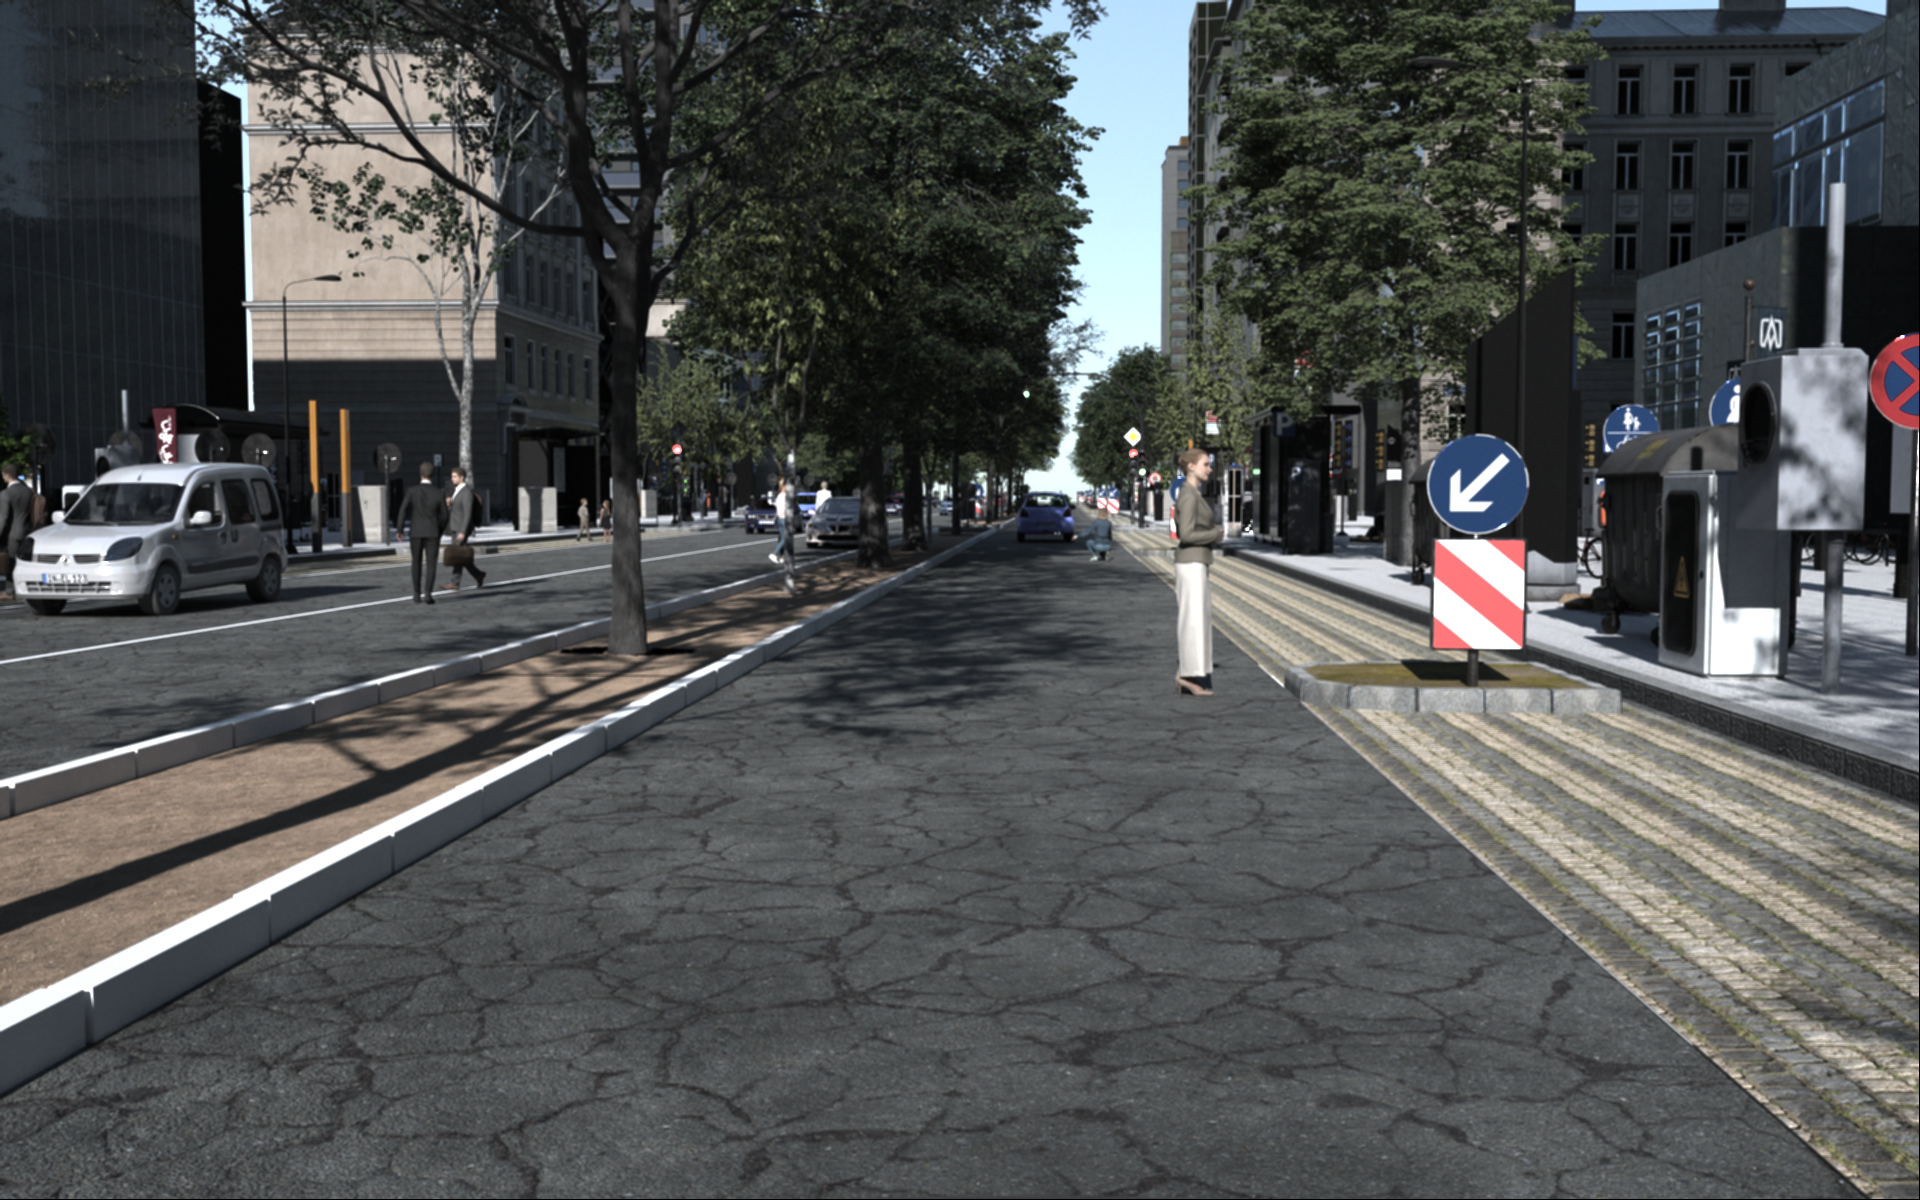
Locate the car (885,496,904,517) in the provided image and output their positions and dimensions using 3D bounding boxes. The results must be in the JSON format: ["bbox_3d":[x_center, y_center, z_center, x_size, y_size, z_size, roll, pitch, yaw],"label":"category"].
[{"bbox_3d":[-4.089,-5.905,109.123,1.945,1.354,3.894,0,4,5],"label":"car"}]

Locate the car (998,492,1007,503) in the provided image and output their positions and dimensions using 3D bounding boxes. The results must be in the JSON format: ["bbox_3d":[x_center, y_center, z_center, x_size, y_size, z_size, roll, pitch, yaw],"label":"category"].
[{"bbox_3d":[6.571,-16.827,283.799,2.281,1.827,5.304,0,4,3],"label":"car"}]

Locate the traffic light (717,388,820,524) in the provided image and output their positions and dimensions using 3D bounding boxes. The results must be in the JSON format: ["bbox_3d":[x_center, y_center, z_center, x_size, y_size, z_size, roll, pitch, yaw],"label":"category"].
[{"bbox_3d":[-8.121,-6.067,73.869,4.771,5.953,1.251,0,4,3],"label":"traffic light"}]

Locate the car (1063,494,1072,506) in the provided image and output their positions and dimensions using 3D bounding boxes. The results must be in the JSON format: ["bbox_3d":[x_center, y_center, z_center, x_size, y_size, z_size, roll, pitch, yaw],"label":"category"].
[{"bbox_3d":[9.631,-9.429,165.968,2.131,1.459,4.920,0,4,5],"label":"car"}]

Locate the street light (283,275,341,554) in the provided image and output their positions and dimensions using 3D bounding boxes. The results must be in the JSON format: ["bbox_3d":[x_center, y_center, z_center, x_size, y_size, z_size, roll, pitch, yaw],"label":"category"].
[{"bbox_3d":[-13.814,-3.937,36.904,1.470,5.913,1.316,0,4,3],"label":"street light"}]

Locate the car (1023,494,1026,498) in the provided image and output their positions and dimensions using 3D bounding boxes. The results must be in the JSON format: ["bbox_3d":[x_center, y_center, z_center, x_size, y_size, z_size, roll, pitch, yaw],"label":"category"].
[{"bbox_3d":[10.966,-16.567,282.875,2.014,1.417,4.499,0,4,1],"label":"car"}]

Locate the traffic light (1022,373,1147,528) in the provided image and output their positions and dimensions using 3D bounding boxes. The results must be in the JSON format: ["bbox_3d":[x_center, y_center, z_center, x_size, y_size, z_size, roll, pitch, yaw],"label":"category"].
[{"bbox_3d":[4.699,-5.522,64.948,4.771,5.953,1.251,0,4,3],"label":"traffic light"}]

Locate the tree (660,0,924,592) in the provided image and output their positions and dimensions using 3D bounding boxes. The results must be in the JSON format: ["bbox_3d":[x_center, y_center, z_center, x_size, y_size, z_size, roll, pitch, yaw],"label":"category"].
[{"bbox_3d":[-2.499,-4.422,25.117,4.737,8.622,4.395,0,3,0],"label":"tree"}]

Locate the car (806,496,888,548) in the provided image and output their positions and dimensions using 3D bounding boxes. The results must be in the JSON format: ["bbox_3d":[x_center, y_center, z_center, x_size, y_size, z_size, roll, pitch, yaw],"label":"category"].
[{"bbox_3d":[-3.044,-2.142,47.389,2.083,1.381,4.827,0,4,4],"label":"car"}]

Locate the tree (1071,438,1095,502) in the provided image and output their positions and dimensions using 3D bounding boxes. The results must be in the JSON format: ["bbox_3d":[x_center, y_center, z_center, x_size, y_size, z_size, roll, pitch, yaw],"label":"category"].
[{"bbox_3d":[21.447,-21.332,274.534,9.928,11.665,9.643,0,3,0],"label":"tree"}]

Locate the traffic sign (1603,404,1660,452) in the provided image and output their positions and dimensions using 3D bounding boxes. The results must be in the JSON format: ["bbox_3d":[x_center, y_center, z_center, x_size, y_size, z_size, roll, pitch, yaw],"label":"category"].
[{"bbox_3d":[9.535,-1.503,24.683,0.768,2.556,0.104,0,4,7],"label":"traffic sign"}]

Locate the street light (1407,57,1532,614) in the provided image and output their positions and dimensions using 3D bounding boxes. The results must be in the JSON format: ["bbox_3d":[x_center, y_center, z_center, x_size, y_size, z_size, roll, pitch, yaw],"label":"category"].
[{"bbox_3d":[5.455,-2.814,18.546,1.470,5.913,1.316,0,4,3],"label":"street light"}]

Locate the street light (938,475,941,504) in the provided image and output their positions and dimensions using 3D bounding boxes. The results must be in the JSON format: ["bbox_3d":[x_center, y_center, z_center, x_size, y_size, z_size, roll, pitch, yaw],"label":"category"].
[{"bbox_3d":[-2.205,-15.962,233.523,1.470,5.913,1.316,0,4,3],"label":"street light"}]

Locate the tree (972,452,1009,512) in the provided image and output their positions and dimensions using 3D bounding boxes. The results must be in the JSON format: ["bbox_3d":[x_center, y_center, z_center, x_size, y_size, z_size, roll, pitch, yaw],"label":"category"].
[{"bbox_3d":[-0.923,-5.983,50.643,4.737,8.622,4.395,0,3,0],"label":"tree"}]

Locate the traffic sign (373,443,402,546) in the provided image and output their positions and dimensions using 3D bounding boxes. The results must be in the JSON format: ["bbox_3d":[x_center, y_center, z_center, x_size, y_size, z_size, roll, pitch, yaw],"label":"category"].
[{"bbox_3d":[-14.207,-2.621,42.957,0.768,2.556,0.104,1,4,11],"label":"traffic sign"}]

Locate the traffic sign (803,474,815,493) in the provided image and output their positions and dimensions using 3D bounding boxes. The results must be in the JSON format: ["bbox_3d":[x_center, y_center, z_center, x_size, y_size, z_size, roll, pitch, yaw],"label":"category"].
[{"bbox_3d":[-9.827,-6.878,112.553,0.768,2.556,0.104,1,4,10],"label":"traffic sign"}]

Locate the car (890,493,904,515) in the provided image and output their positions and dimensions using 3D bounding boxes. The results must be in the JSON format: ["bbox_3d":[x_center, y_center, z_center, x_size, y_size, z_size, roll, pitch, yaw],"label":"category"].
[{"bbox_3d":[-3.772,-6.707,118.700,2.155,1.783,4.494,0,4,4],"label":"car"}]

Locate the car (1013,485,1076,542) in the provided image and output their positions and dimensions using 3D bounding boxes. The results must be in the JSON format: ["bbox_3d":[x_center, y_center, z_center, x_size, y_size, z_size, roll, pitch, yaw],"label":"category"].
[{"bbox_3d":[2.578,-2.646,52.852,1.945,1.707,3.694,0,4,1],"label":"car"}]

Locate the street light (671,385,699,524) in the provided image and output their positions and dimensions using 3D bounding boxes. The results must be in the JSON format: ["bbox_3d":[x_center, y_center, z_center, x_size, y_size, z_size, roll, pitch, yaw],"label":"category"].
[{"bbox_3d":[-11.673,-6.201,73.935,1.470,5.913,1.316,0,4,3],"label":"street light"}]

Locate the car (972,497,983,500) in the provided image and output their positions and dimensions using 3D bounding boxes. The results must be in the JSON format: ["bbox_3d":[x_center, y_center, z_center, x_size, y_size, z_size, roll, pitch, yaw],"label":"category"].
[{"bbox_3d":[2.034,-12.822,221.636,2.014,1.417,4.499,0,4,2],"label":"car"}]

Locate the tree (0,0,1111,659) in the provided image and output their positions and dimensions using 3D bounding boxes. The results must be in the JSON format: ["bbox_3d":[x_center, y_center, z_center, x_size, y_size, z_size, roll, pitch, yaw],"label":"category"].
[{"bbox_3d":[-3.001,-6.265,15.264,12.009,13.543,11.850,0,3,0],"label":"tree"}]

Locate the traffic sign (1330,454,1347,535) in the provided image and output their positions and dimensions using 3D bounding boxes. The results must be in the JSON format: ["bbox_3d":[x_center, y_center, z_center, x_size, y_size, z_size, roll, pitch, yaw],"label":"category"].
[{"bbox_3d":[11.861,-3.346,54.808,0.768,2.556,0.104,0,4,5],"label":"traffic sign"}]

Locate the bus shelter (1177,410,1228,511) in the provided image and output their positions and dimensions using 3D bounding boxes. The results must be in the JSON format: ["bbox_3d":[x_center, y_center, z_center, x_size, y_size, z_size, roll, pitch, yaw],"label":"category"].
[{"bbox_3d":[11.317,-6.320,80.961,2.179,5.291,8.768,0,4,3],"label":"bus shelter"}]

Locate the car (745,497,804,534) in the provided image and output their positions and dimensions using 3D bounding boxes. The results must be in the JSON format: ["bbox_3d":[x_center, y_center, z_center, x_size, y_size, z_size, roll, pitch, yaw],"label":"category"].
[{"bbox_3d":[-6.789,-3.112,63.453,1.945,1.354,3.894,0,4,3],"label":"car"}]

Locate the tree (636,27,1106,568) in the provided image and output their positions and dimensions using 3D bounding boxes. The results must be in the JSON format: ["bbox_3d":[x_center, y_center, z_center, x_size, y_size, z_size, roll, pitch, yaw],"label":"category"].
[{"bbox_3d":[-1.657,-7.588,33.173,9.857,13.997,8.962,0,3,0],"label":"tree"}]

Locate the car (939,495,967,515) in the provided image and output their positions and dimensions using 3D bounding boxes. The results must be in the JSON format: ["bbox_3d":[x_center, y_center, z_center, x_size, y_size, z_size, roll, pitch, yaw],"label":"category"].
[{"bbox_3d":[-0.360,-6.452,117.486,2.014,1.417,4.499,0,4,5],"label":"car"}]

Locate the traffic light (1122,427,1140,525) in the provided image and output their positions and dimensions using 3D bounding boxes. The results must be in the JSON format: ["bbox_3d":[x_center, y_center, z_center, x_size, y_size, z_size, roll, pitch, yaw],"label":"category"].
[{"bbox_3d":[7.267,-5.139,72.937,0.839,4.253,0.868,0,4,3],"label":"traffic light"}]

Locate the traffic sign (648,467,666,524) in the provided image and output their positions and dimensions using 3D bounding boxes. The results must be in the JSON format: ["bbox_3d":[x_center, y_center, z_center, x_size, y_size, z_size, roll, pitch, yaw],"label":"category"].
[{"bbox_3d":[-12.902,-4.439,73.757,0.795,2.450,0.064,0,4,6],"label":"traffic sign"}]

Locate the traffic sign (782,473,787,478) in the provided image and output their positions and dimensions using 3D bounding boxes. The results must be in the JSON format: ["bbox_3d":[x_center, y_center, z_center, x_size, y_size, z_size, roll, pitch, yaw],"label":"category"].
[{"bbox_3d":[-10.330,-6.348,103.902,0.768,2.556,0.104,0,4,5],"label":"traffic sign"}]

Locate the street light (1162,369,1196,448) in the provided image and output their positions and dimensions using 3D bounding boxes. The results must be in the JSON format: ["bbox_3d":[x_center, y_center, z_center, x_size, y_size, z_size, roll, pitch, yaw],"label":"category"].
[{"bbox_3d":[8.199,-5.620,64.435,1.470,5.913,1.316,0,4,3],"label":"street light"}]

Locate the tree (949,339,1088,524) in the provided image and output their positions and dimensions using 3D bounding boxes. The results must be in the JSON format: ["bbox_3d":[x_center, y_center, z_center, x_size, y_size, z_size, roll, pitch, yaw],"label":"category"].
[{"bbox_3d":[1.286,-8.731,79.617,8.767,10.594,7.601,0,4,3],"label":"tree"}]

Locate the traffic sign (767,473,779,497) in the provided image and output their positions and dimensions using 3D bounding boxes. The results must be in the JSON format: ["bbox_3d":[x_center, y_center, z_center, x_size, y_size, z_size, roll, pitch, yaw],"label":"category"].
[{"bbox_3d":[-11.486,-6.487,106.171,0.768,2.556,0.104,1,4,12],"label":"traffic sign"}]

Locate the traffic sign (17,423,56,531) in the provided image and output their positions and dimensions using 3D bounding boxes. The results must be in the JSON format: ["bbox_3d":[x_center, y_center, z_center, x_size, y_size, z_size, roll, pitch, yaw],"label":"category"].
[{"bbox_3d":[-16.505,-1.884,30.912,0.768,2.556,0.104,0,4,4],"label":"traffic sign"}]

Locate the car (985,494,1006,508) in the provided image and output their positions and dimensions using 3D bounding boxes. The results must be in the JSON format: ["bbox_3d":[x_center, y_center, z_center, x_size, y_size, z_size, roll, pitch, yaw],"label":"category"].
[{"bbox_3d":[3.608,-10.271,176.974,2.155,1.783,4.494,0,4,1],"label":"car"}]

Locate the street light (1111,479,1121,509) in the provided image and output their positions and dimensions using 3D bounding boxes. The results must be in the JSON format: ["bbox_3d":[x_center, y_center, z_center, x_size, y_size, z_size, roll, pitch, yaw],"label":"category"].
[{"bbox_3d":[13.266,-10.723,147.860,1.470,5.913,1.316,0,4,3],"label":"street light"}]

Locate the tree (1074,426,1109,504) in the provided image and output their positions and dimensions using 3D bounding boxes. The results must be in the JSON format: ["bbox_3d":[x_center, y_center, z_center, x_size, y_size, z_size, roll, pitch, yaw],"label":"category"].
[{"bbox_3d":[19.499,-19.824,242.254,7.486,12.596,7.792,0,3,0],"label":"tree"}]

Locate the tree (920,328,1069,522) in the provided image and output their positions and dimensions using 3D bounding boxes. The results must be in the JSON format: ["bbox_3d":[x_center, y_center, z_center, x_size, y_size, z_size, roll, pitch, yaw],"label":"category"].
[{"bbox_3d":[1.613,-10.189,87.179,7.486,12.596,7.792,0,3,0],"label":"tree"}]

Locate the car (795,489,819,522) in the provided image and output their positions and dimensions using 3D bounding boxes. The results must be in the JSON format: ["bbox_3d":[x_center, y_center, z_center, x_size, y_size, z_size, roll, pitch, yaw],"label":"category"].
[{"bbox_3d":[-6.922,-4.278,79.529,1.945,1.707,3.694,0,4,2],"label":"car"}]

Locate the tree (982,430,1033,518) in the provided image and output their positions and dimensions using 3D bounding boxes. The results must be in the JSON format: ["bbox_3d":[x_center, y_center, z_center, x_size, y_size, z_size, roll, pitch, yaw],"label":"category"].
[{"bbox_3d":[2.504,-9.175,102.838,4.360,8.622,3.978,0,3,0],"label":"tree"}]

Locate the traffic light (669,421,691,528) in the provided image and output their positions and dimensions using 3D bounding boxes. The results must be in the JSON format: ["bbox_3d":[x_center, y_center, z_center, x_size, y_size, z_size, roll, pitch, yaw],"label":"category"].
[{"bbox_3d":[-10.689,-4.714,65.986,0.839,4.253,0.868,0,4,3],"label":"traffic light"}]

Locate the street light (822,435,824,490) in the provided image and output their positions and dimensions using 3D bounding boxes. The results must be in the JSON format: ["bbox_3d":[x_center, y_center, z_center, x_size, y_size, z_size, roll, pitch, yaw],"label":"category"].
[{"bbox_3d":[-8.925,-8.994,119.592,1.470,5.913,1.316,0,4,3],"label":"street light"}]

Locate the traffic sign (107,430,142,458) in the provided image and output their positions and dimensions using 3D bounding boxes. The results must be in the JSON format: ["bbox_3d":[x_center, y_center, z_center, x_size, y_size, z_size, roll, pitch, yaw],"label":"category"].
[{"bbox_3d":[-16.557,-2.093,34.322,0.768,2.556,0.104,1,4,10],"label":"traffic sign"}]

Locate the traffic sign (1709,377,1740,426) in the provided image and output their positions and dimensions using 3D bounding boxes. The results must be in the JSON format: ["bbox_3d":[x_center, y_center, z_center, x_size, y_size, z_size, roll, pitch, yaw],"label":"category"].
[{"bbox_3d":[8.484,-1.141,18.761,0.768,2.556,0.104,1,4,9],"label":"traffic sign"}]

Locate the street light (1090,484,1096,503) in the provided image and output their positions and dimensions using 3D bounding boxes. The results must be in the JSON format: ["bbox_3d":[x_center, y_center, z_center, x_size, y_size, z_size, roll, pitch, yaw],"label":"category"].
[{"bbox_3d":[17.787,-15.397,224.284,1.470,5.913,1.316,0,4,3],"label":"street light"}]

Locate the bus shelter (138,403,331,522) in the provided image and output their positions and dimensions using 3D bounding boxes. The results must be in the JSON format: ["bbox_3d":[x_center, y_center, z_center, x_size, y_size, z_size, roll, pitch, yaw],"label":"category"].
[{"bbox_3d":[-17.163,-2.904,41.403,2.014,3.302,5.546,0,4,3],"label":"bus shelter"}]

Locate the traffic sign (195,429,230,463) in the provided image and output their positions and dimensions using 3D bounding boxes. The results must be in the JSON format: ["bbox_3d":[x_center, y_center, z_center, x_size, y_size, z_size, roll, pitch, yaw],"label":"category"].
[{"bbox_3d":[-14.596,-2.061,33.809,0.768,2.556,0.104,1,4,12],"label":"traffic sign"}]

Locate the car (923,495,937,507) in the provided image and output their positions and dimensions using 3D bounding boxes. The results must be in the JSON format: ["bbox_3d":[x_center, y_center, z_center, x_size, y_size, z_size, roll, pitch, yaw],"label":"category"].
[{"bbox_3d":[-3.391,-10.591,185.736,1.945,1.354,3.894,0,4,3],"label":"car"}]

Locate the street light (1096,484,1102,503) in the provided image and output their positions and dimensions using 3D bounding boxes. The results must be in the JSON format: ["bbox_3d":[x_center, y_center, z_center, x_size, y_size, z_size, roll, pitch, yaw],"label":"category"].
[{"bbox_3d":[15.085,-12.605,178.639,1.470,5.913,1.316,0,4,3],"label":"street light"}]

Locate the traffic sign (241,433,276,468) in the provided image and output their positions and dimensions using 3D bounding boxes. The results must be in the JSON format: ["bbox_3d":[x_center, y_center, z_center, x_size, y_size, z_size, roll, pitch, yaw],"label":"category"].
[{"bbox_3d":[-14.700,-2.214,36.301,0.768,2.556,0.104,0,4,7],"label":"traffic sign"}]

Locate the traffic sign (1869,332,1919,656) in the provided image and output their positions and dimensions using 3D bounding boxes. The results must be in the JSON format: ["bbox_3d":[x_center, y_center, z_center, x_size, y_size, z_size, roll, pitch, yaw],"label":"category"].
[{"bbox_3d":[7.560,-0.831,13.688,0.768,2.556,0.104,1,4,13],"label":"traffic sign"}]

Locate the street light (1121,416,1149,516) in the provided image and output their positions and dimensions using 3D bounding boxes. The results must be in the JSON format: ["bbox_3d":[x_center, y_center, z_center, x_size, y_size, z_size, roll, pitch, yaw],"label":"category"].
[{"bbox_3d":[10.475,-7.950,102.523,1.470,5.913,1.316,0,4,3],"label":"street light"}]

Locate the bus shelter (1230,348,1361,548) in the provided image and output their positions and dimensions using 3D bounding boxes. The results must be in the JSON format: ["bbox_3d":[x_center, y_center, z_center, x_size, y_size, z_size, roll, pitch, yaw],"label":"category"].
[{"bbox_3d":[8.667,-4.132,45.184,2.179,5.291,8.768,0,4,3],"label":"bus shelter"}]

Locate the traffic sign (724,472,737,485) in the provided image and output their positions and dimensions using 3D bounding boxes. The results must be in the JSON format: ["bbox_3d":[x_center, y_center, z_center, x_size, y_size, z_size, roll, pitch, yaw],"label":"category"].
[{"bbox_3d":[-13.216,-6.092,99.714,0.768,2.556,0.104,1,4,12],"label":"traffic sign"}]

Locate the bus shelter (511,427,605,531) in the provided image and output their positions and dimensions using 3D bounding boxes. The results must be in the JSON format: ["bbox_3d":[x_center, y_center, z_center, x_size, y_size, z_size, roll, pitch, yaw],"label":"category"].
[{"bbox_3d":[-14.644,-4.414,63.458,1.731,3.624,6.357,0,4,4],"label":"bus shelter"}]
